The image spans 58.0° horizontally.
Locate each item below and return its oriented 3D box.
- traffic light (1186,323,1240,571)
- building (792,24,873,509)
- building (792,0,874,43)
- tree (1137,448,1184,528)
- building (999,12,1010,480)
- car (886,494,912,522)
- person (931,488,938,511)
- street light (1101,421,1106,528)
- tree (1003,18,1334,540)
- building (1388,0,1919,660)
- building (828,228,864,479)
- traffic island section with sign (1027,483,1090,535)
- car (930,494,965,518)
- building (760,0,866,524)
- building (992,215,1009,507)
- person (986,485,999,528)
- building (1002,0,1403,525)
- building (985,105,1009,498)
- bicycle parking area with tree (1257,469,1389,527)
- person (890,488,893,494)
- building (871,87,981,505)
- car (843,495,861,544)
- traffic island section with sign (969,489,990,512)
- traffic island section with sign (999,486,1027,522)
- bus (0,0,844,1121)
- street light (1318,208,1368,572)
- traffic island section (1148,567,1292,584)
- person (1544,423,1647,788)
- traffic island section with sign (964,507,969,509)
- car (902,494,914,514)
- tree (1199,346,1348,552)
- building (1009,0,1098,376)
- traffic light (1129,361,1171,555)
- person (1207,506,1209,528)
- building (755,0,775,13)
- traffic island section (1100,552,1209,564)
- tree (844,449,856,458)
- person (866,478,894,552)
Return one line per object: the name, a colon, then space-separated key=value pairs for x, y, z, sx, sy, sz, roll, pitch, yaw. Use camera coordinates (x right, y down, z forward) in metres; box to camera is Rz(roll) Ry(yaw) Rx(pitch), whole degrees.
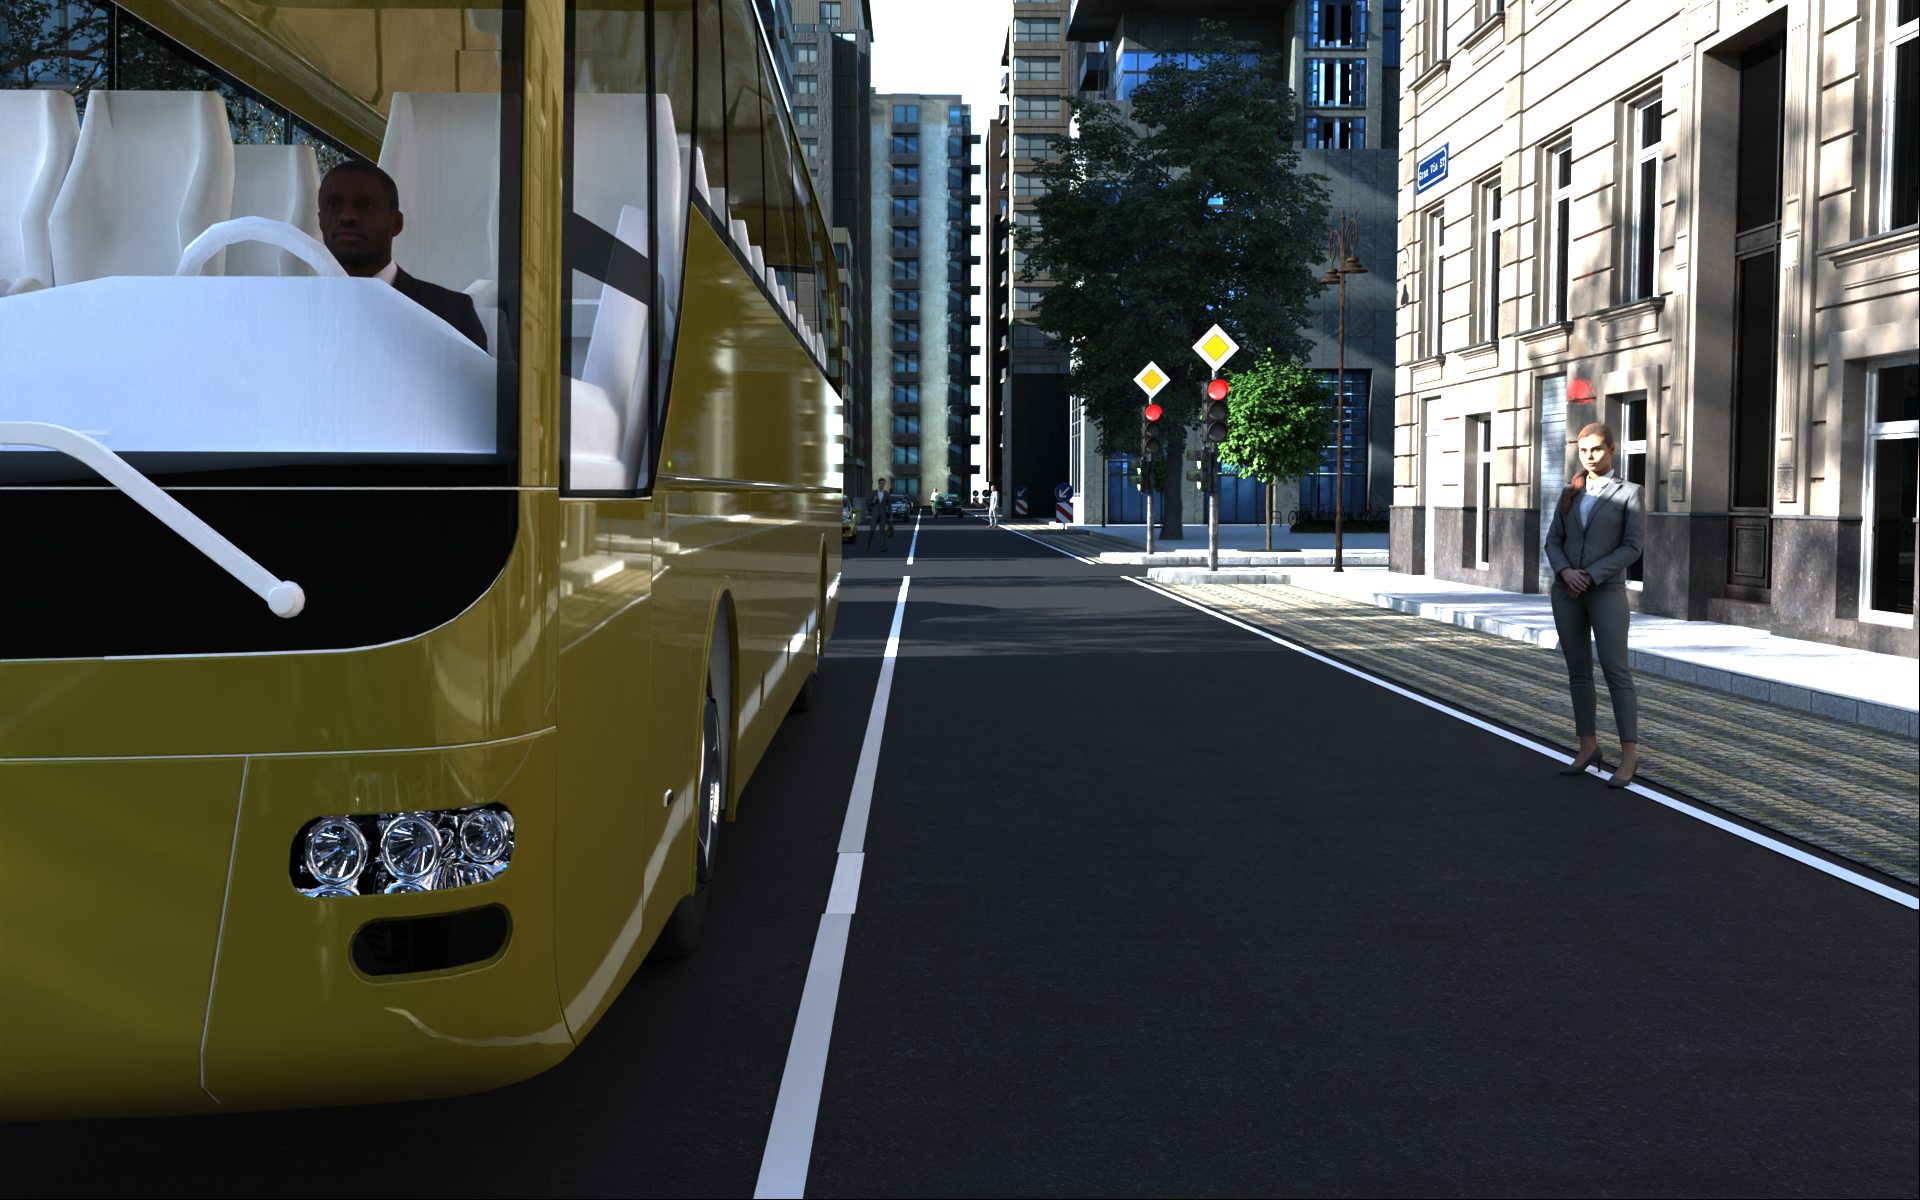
traffic light: x=4.189 y=-2.431 z=28.664 sx=0.839 sy=4.253 sz=0.868 roll=0 pitch=4 yaw=-1
building: x=-14.770 y=-28.400 z=147.940 sx=14.154 sy=41.232 sz=14.086 roll=0 pitch=4 yaw=-1
building: x=-22.662 y=-35.689 z=172.747 sx=27.495 sy=52.752 sz=28.713 roll=0 pitch=4 yaw=-1
tree: x=7.461 y=-4.331 z=65.412 sx=1.663 sy=3.219 sz=1.824 roll=0 pitch=3 yaw=0
building: x=14.909 y=-30.775 z=157.798 sx=22.147 sy=44.769 sz=28.867 roll=0 pitch=4 yaw=-1
car: x=-3.525 y=-4.740 z=89.294 sx=2.131 sy=1.459 sz=4.920 roll=0 pitch=4 yaw=-1
person: x=-1.559 y=-6.265 z=111.166 sx=0.478 sy=1.798 sz=0.641 roll=3 pitch=5 yaw=42
street light: x=5.496 y=-5.709 z=66.131 sx=0.468 sy=5.910 sz=1.993 roll=0 pitch=4 yaw=-1
tree: x=5.970 y=-8.670 z=48.410 sx=9.857 sy=13.997 sz=8.962 roll=0 pitch=3 yaw=0
building: x=12.989 y=-13.372 z=15.893 sx=12.463 sy=27.353 sz=25.104 roll=0 pitch=4 yaw=-1
building: x=-21.426 y=-17.229 z=126.732 sx=27.650 sy=21.520 sz=28.899 roll=0 pitch=4 yaw=-1
traffic island section with sign: x=3.545 y=-3.240 z=61.603 sx=1.989 sy=1.847 sz=2.006 roll=0 pitch=4 yaw=-1
car: x=-0.743 y=-5.797 z=106.584 sx=2.131 sy=1.459 sz=4.920 roll=0 pitch=4 yaw=-2
building: x=-21.114 y=-24.139 z=86.546 sx=32.217 sy=40.220 sz=23.993 roll=0 pitch=4 yaw=-1
building: x=10.316 y=-25.032 z=180.968 sx=14.160 sy=30.474 sz=14.107 roll=0 pitch=4 yaw=-1
person: x=1.427 y=-3.929 z=72.847 sx=0.391 sy=1.810 sz=0.635 roll=-2 pitch=4 yaw=-30
building: x=13.999 y=-47.250 z=85.204 sx=22.319 sy=86.520 sz=31.000 roll=0 pitch=4 yaw=-1
building: x=10.312 y=-33.797 z=202.685 sx=14.200 sy=45.320 sz=14.600 roll=0 pitch=4 yaw=-1
bicycle parking area with tree: x=16.186 y=-4.892 z=66.985 sx=8.231 sy=4.147 sz=9.016 roll=0 pitch=4 yaw=-7
person: x=-4.845 y=-6.881 z=121.013 sx=0.705 sy=1.824 sz=1.348 roll=-3 pitch=4 yaw=-38
building: x=-12.883 y=-35.894 z=206.469 sx=30.456 sy=49.044 sz=23.786 roll=0 pitch=4 yaw=-1
car: x=-3.927 y=-2.513 z=51.318 sx=2.015 sy=1.641 sz=3.980 roll=0 pitch=4 yaw=-2
traffic island section with sign: x=1.942 y=-7.943 z=138.495 sx=1.989 sy=1.847 sz=2.006 roll=0 pitch=4 yaw=-1
traffic island section with sign: x=2.989 y=-4.888 z=88.552 sx=1.989 sy=1.847 sz=2.006 roll=0 pitch=4 yaw=-1
bus: x=-2.073 y=-1.039 z=8.529 sx=2.896 sy=3.916 sz=12.252 roll=0 pitch=4 yaw=-2
street light: x=6.234 y=-3.398 z=28.343 sx=0.468 sy=5.910 sz=1.993 roll=0 pitch=4 yaw=-1
traffic island section: x=4.230 y=-0.397 z=28.779 sx=2.009 sy=0.180 sz=2.903 roll=0 pitch=4 yaw=-1
person: x=3.166 y=0.005 z=8.699 sx=0.520 sy=1.790 sz=0.573 roll=2 pitch=4 yaw=31
traffic island section with sign: x=1.366 y=-9.610 z=165.755 sx=1.989 sy=1.847 sz=2.006 roll=0 pitch=4 yaw=-1
car: x=-4.406 y=-7.064 z=127.296 sx=2.131 sy=1.459 sz=4.920 roll=0 pitch=4 yaw=0
tree: x=6.999 y=-3.363 z=38.698 sx=4.285 sy=4.588 sz=4.351 roll=0 pitch=3 yaw=0
building: x=11.175 y=-27.694 z=136.387 sx=14.154 sy=41.232 sz=14.086 roll=0 pitch=4 yaw=-1
traffic light: x=4.022 y=-2.919 z=36.648 sx=0.839 sy=4.253 sz=0.868 roll=0 pitch=4 yaw=-1
person: x=9.400 y=-3.313 z=64.452 sx=0.306 sy=1.304 sz=0.590 roll=-1 pitch=4 yaw=-20
building: x=-17.174 y=-26.307 z=49.725 sx=23.786 sy=49.044 sz=30.456 roll=0 pitch=4 yaw=-1
traffic island section: x=4.063 y=-0.886 z=36.762 sx=2.009 sy=0.180 sz=2.903 roll=0 pitch=4 yaw=-1
tree: x=-7.825 y=-7.547 z=107.106 sx=4.285 sy=4.588 sz=4.351 roll=0 pitch=3 yaw=0
person: x=-1.995 y=-2.101 z=42.818 sx=0.622 sy=1.834 sz=0.822 roll=-1 pitch=4 yaw=-23
